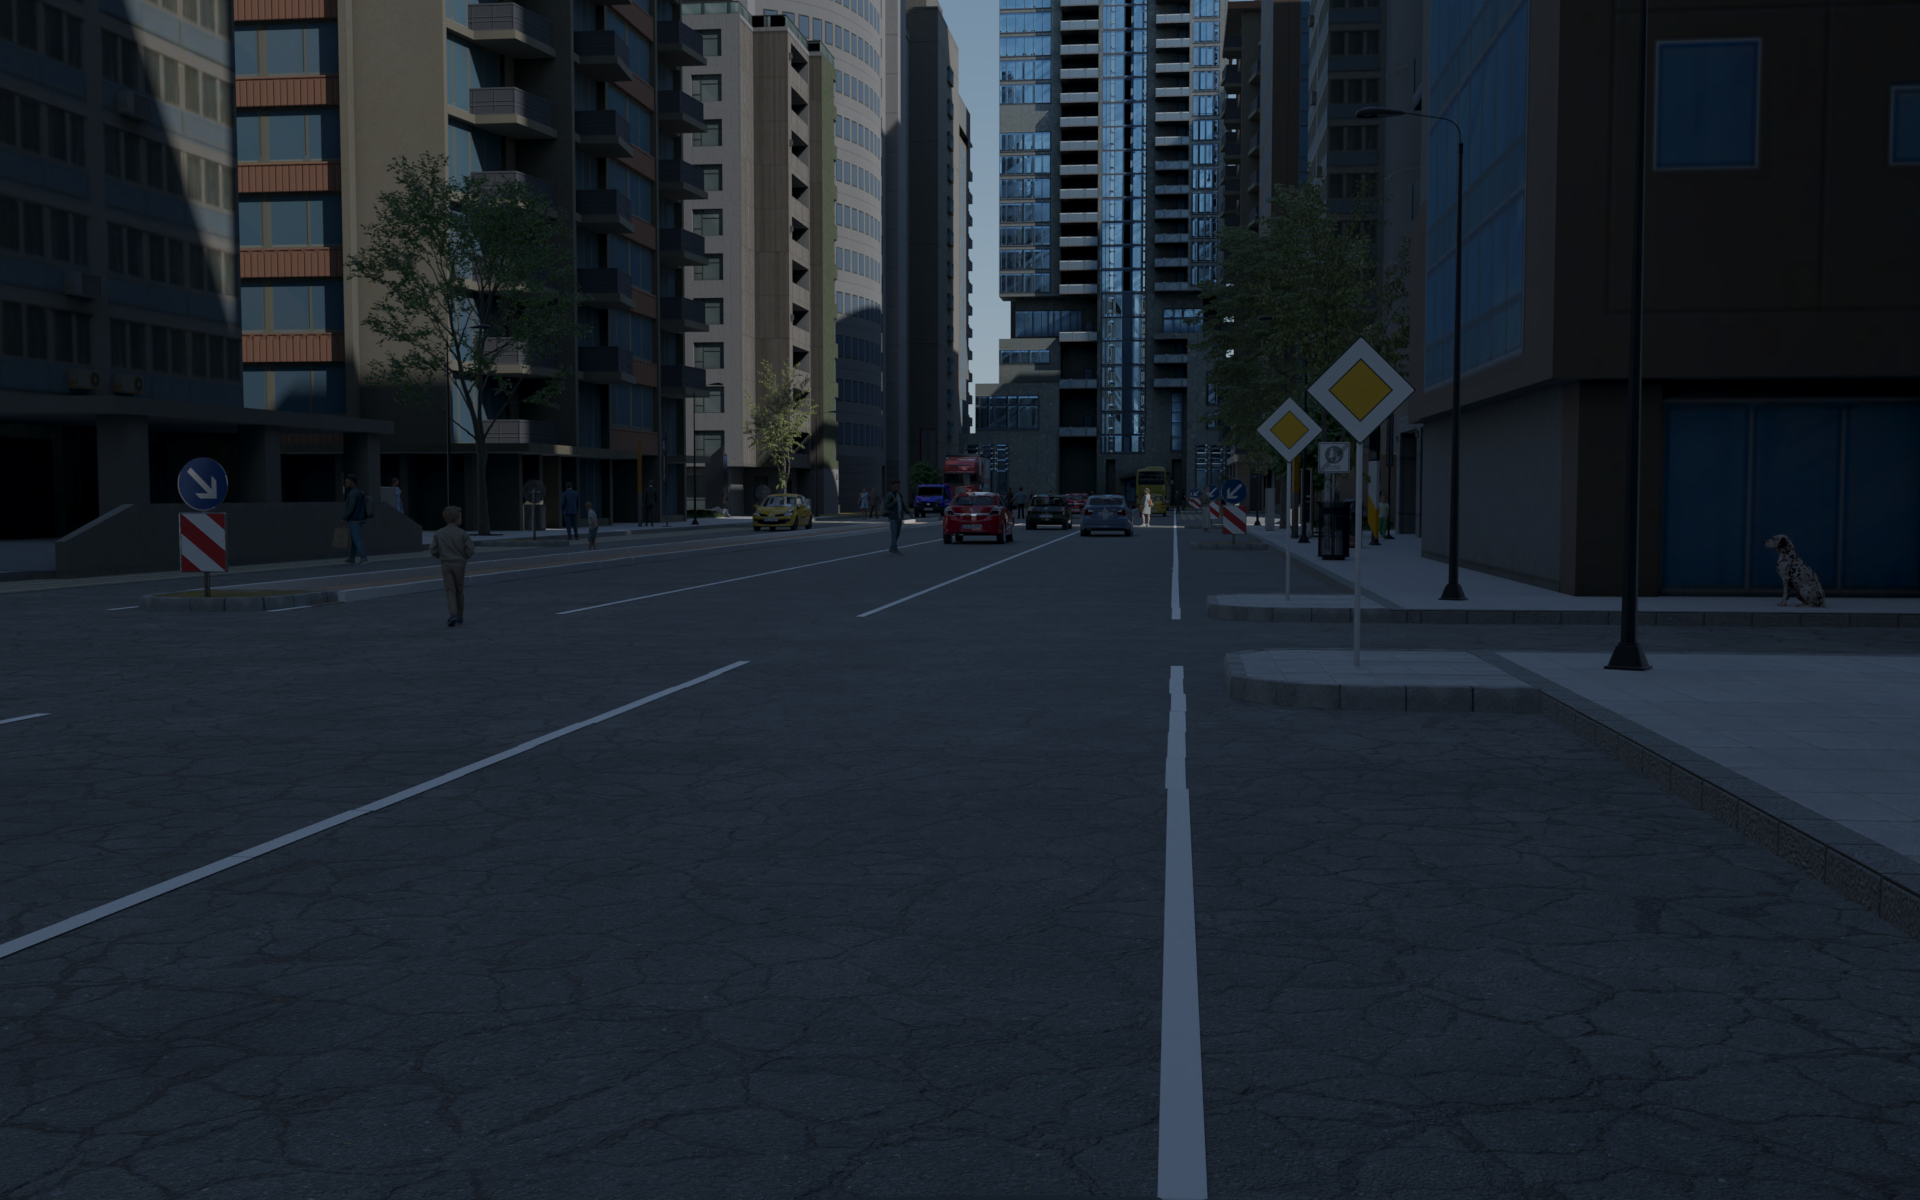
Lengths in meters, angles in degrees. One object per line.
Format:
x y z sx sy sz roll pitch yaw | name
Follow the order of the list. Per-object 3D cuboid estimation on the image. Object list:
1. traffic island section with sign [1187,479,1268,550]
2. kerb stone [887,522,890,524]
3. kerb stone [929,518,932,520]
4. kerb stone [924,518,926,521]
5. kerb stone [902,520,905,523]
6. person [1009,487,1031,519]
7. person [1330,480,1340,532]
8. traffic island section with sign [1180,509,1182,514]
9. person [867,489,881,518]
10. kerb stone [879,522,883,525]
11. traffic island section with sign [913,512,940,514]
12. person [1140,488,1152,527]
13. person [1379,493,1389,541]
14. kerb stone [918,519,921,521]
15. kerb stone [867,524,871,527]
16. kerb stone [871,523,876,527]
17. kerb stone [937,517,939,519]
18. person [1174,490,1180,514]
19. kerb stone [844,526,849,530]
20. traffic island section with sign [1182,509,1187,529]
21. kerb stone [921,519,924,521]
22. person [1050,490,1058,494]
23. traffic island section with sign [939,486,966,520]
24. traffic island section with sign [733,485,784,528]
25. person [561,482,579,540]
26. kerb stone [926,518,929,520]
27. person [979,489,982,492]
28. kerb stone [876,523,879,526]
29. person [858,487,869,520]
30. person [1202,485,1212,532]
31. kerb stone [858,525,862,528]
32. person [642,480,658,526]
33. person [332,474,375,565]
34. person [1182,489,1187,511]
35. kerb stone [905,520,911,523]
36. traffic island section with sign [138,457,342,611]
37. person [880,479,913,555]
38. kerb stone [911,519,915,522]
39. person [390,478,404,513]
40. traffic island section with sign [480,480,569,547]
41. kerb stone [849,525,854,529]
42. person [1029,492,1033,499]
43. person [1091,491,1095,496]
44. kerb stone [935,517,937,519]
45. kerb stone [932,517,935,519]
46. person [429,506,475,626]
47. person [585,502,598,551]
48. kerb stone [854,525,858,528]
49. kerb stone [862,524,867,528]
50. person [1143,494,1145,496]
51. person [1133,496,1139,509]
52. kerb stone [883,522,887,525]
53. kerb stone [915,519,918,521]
7.026 -2.240 45.246 1.989 1.847 2.006 0 4 7 | traffic island section with sign
-3.389 -3.450 78.620 0.120 0.150 1.000 0 4 7 | kerb stone
-1.752 -4.257 91.864 0.120 0.150 1.000 0 4 7 | kerb stone
-2.002 -4.133 89.827 0.120 0.150 1.000 0 4 7 | kerb stone
-2.885 -3.701 82.711 0.120 0.150 1.000 0 4 7 | kerb stone
3.518 -5.593 99.928 1.348 1.826 0.705 0 4 -4 | person
12.688 -3.211 58.969 0.534 1.772 0.576 1 4 10 | person
16.569 -6.949 122.246 1.989 1.847 2.006 0 4 7 | traffic island section with sign
-5.113 -5.715 102.497 0.990 1.755 0.434 1 4 12 | person
-3.644 -3.326 76.581 0.120 0.150 1.000 0 4 7 | kerb stone
-2.269 -7.107 124.821 1.989 1.847 2.006 0 4 7 | traffic island section with sign
8.231 -4.088 76.346 0.522 1.701 0.512 1 4 20 | person
11.691 -2.296 47.828 0.306 1.304 0.590 1 4 16 | person
-2.255 -4.012 87.787 0.120 0.150 1.000 0 4 7 | kerb stone
-4.023 -3.135 73.535 0.120 0.150 1.000 0 4 7 | kerb stone
-3.888 -3.202 74.551 0.120 0.150 1.000 0 4 7 | kerb stone
-1.372 -4.444 94.915 0.120 0.150 1.000 0 4 7 | kerb stone
15.703 -7.073 125.059 0.530 1.710 0.541 1 4 23 | person
-4.649 -2.823 68.439 0.120 0.150 1.000 0 4 7 | kerb stone
10.338 -3.876 71.998 1.989 1.847 2.006 0 4 7 | traffic island section with sign
-2.126 -4.074 88.812 0.120 0.150 1.000 0 4 7 | kerb stone
6.636 -6.958 123.071 0.742 1.727 0.445 1 4 22 | person
-0.077 -5.417 96.708 2.006 1.907 1.989 0 4 7 | traffic island section with sign
-8.530 -4.019 74.339 1.989 1.847 2.006 0 4 7 | traffic island section with sign
-11.971 -2.728 53.286 0.419 1.800 0.721 3 5 44 | person
-1.875 -4.196 90.841 0.120 0.150 1.000 0 4 7 | kerb stone
1.372 -6.140 109.598 1.217 1.736 0.721 -2 4 -34 | person
-3.772 -3.264 75.566 0.120 0.150 1.000 0 4 7 | kerb stone
-5.343 -5.340 95.910 0.616 1.811 0.778 0 4 3 | person
9.409 -3.476 65.884 0.362 1.759 0.519 1 4 19 | person
-4.278 -3.016 71.499 0.120 0.150 1.000 0 4 7 | kerb stone
-12.325 -3.848 68.742 0.659 1.850 0.755 -1 4 -18 | person
-12.139 -1.599 34.624 0.713 1.824 0.794 1 4 17 | person
18.963 -8.437 146.458 0.705 1.822 1.348 0 4 -7 | person
-2.632 -3.818 84.744 0.120 0.150 1.000 0 4 7 | kerb stone
-9.317 -0.856 22.138 2.006 1.907 1.989 0 4 7 | traffic island section with sign
-1.511 -1.938 40.528 0.721 1.781 0.623 2 4 25 | person
-2.502 -3.888 85.758 0.120 0.150 1.000 0 4 7 | kerb stone
-18.432 -3.073 56.381 0.778 1.811 0.616 1 4 23 | person
-11.862 -2.383 47.590 1.989 1.847 2.006 0 4 7 | traffic island section with sign
-4.523 -2.891 69.469 0.120 0.150 1.000 0 4 7 | kerb stone
6.667 -9.287 161.808 0.415 1.643 0.593 1 4 14 | person
12.776 -9.702 167.583 0.568 1.767 0.683 -2 4 -27 | person
-1.494 -4.385 93.896 0.120 0.150 1.000 0 4 7 | kerb stone
-1.625 -4.321 92.879 0.120 0.150 1.000 0 4 7 | kerb stone
-5.529 -0.372 18.848 0.475 1.303 0.640 -1 4 -22 | person
-8.742 -1.704 41.045 0.352 1.250 0.332 2 4 28 | person
-4.401 -2.949 70.484 0.120 0.150 1.000 0 4 7 | kerb stone
-4.144 -3.078 72.520 0.120 0.150 1.000 0 4 7 | kerb stone
13.506 -6.923 124.917 0.697 1.427 0.421 1 4 23 | person
17.272 -9.624 165.813 1.348 1.831 0.705 0 4 -7 | person
-3.512 -3.387 77.606 0.120 0.150 1.000 0 4 7 | kerb stone
-2.379 -3.948 86.773 0.120 0.150 1.000 0 4 7 | kerb stone
